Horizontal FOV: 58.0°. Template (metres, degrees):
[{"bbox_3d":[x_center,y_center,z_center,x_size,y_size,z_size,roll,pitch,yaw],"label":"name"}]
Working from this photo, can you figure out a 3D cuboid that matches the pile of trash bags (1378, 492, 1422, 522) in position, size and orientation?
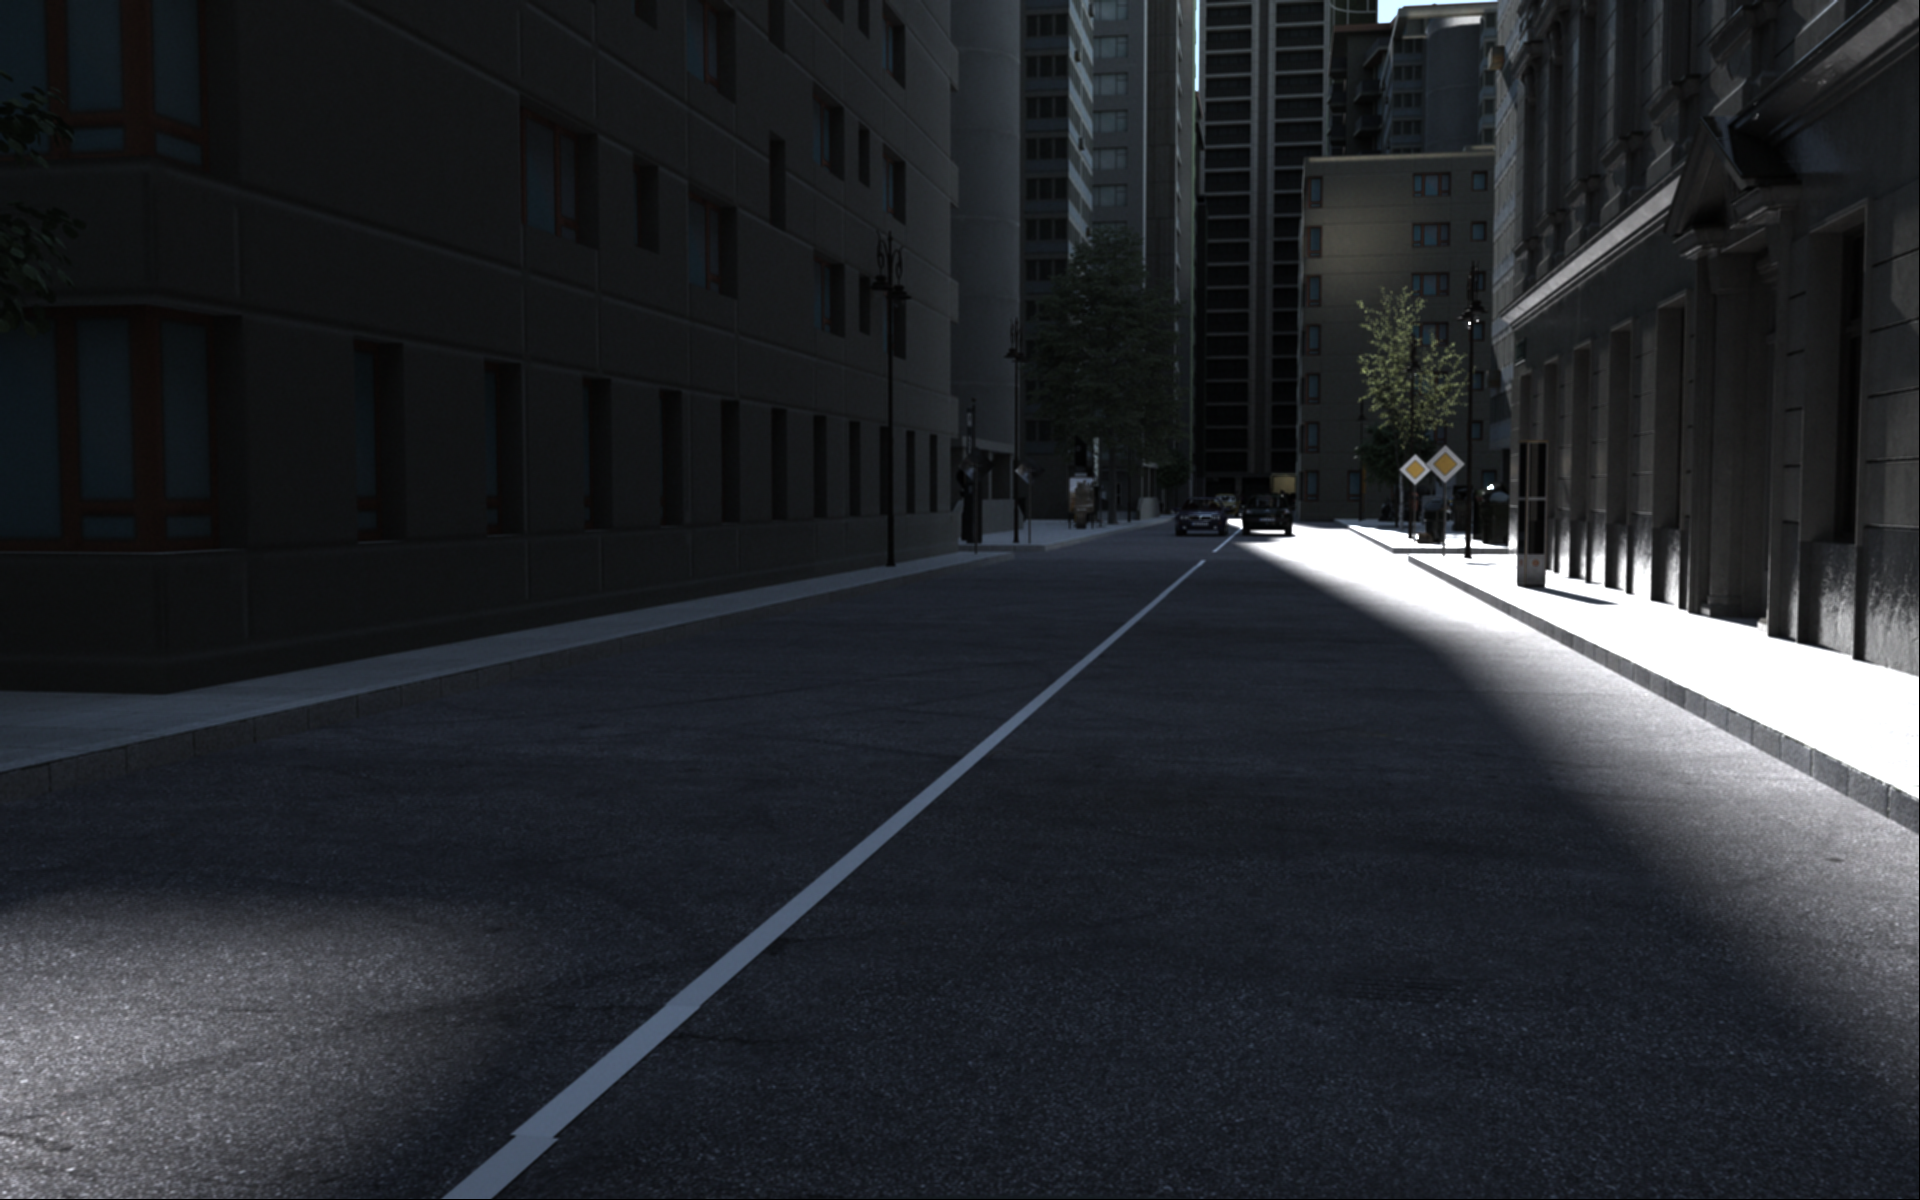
[{"bbox_3d":[20.589,-4.296,79.999,1.912,1.369,3.447,0,4,0],"label":"pile of trash bags"}]

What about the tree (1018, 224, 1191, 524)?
[{"bbox_3d":[6.107,-9.513,73.663,7.486,12.596,7.792,0,3,0],"label":"tree"}]

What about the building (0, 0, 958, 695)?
[{"bbox_3d":[-16.764,-11.105,26.612,28.899,21.520,27.650,1,4,10],"label":"building"}]

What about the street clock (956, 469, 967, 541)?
[{"bbox_3d":[0.144,-2.646,47.826,0.471,2.002,0.358,-1,4,-12],"label":"street clock"}]

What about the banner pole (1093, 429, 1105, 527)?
[{"bbox_3d":[5.331,-4.708,66.993,0.401,3.779,0.863,-2,4,-24],"label":"banner pole"}]

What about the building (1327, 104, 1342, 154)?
[{"bbox_3d":[45.511,-30.505,182.352,14.154,41.232,14.086,1,4,10],"label":"building"}]

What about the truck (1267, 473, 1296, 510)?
[{"bbox_3d":[29.922,-10.006,159.520,3.469,3.379,9.791,1,4,11],"label":"truck"}]

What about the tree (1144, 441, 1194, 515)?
[{"bbox_3d":[12.847,-7.586,107.739,4.285,4.588,4.351,0,3,0],"label":"tree"}]

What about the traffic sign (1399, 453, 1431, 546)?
[{"bbox_3d":[11.283,-2.406,42.978,0.795,2.450,0.064,1,4,10],"label":"traffic sign"}]

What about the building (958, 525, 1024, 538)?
[{"bbox_3d":[-14.766,-22.424,58.519,32.217,40.220,23.993,1,4,10],"label":"building"}]

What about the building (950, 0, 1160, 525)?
[{"bbox_3d":[-5.730,-24.564,93.503,32.217,40.220,23.993,1,4,10],"label":"building"}]

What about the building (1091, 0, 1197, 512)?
[{"bbox_3d":[9.755,-27.092,126.550,14.154,41.232,14.086,1,4,10],"label":"building"}]

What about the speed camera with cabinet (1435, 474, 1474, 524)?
[{"bbox_3d":[21.731,-4.955,75.357,2.038,3.252,0.660,-1,4,-16],"label":"speed camera with cabinet"}]

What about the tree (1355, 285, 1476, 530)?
[{"bbox_3d":[15.653,-6.750,60.731,4.360,8.622,3.978,0,3,0],"label":"tree"}]

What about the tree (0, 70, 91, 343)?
[{"bbox_3d":[-6.203,-1.503,8.287,4.285,4.588,4.351,0,3,0],"label":"tree"}]

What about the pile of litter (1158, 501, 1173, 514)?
[{"bbox_3d":[13.046,-5.933,110.973,1.719,0.858,1.176,-3,4,-36],"label":"pile of litter"}]

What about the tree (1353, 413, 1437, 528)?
[{"bbox_3d":[16.900,-5.092,66.962,4.285,4.588,4.351,0,3,0],"label":"tree"}]

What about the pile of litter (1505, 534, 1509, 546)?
[{"bbox_3d":[14.231,-1.758,42.711,1.719,0.858,1.176,0,4,-2],"label":"pile of litter"}]

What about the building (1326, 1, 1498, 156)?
[{"bbox_3d":[45.114,-30.910,160.007,22.147,44.769,28.867,1,4,10],"label":"building"}]

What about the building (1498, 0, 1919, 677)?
[{"bbox_3d":[14.658,-14.334,10.779,17.030,29.872,44.131,1,4,10],"label":"building"}]

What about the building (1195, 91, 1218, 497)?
[{"bbox_3d":[12.831,-32.450,185.182,28.867,44.769,22.147,1,4,10],"label":"building"}]

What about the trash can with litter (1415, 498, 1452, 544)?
[{"bbox_3d":[12.217,-2.040,44.749,0.624,1.170,1.055,3,4,39],"label":"trash can with litter"}]

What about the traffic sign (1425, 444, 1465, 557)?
[{"bbox_3d":[9.824,-1.926,35.126,0.795,2.450,0.064,1,4,10],"label":"traffic sign"}]

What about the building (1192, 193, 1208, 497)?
[{"bbox_3d":[15.675,-23.858,161.781,14.160,30.474,14.107,1,4,10],"label":"building"}]

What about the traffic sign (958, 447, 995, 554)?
[{"bbox_3d":[0.346,-2.034,36.901,0.795,2.450,0.064,1,4,10],"label":"traffic sign"}]

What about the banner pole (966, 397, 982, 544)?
[{"bbox_3d":[0.293,-3.335,44.549,0.401,3.779,0.863,1,4,17],"label":"banner pole"}]

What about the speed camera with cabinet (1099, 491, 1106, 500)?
[{"bbox_3d":[7.805,-6.759,104.838,2.038,3.252,0.660,1,4,12],"label":"speed camera with cabinet"}]

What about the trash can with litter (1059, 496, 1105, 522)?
[{"bbox_3d":[5.660,-4.163,79.117,2.233,1.210,1.678,1,4,14],"label":"trash can with litter"}]

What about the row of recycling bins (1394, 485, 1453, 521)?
[{"bbox_3d":[22.425,-4.597,82.268,3.534,1.692,1.069,1,4,18],"label":"row of recycling bins"}]

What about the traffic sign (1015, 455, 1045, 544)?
[{"bbox_3d":[1.804,-2.514,44.752,0.795,2.450,0.064,1,4,10],"label":"traffic sign"}]

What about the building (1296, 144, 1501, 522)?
[{"bbox_3d":[33.833,-15.637,100.707,27.650,21.520,28.899,1,4,10],"label":"building"}]
